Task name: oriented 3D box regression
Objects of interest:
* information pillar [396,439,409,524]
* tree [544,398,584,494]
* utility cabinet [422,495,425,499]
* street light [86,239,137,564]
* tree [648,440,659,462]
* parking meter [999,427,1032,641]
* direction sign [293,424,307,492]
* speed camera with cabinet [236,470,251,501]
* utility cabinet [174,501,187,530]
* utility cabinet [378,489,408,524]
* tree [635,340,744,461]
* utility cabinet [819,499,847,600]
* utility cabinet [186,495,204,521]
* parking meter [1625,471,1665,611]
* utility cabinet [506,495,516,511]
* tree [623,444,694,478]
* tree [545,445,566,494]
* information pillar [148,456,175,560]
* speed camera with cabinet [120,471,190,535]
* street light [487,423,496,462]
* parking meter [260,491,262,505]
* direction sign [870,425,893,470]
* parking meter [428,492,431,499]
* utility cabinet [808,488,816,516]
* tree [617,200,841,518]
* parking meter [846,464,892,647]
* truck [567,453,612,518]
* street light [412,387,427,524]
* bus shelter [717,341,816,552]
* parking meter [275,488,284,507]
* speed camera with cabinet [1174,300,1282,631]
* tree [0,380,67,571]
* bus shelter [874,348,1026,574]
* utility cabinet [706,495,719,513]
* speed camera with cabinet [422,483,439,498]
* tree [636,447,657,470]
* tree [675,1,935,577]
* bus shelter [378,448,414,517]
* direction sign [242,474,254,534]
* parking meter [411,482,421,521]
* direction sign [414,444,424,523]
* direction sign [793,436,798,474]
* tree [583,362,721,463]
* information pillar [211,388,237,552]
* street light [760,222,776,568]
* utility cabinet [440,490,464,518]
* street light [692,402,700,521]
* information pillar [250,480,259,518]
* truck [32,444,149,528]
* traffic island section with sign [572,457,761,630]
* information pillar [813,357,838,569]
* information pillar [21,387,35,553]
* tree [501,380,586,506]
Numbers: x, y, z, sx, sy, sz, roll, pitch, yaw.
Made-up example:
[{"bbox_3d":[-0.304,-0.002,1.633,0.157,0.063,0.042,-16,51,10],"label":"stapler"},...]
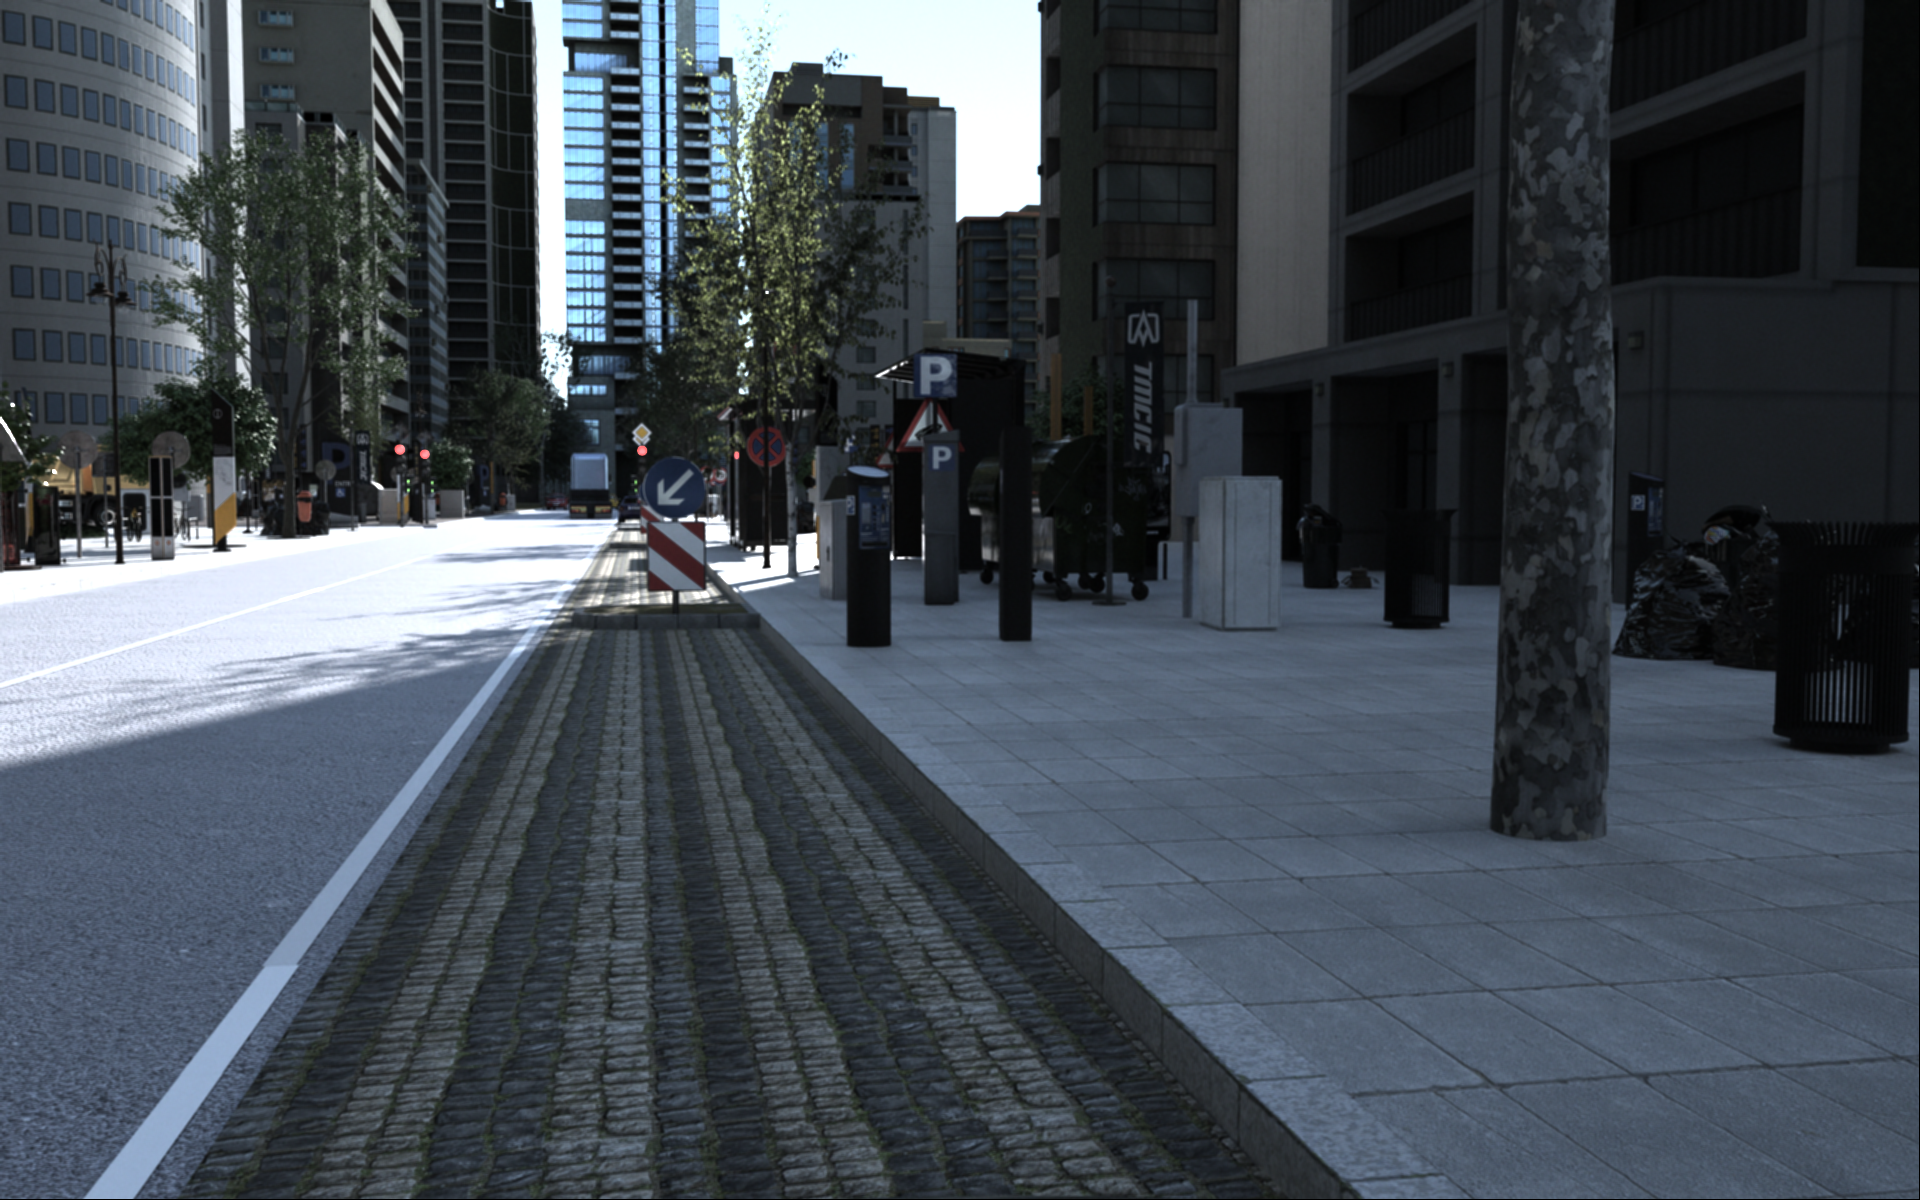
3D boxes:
[{"bbox_3d":[-23.695,-5.030,73.590,0.504,3.616,0.183,-3,5,-39],"label":"information pillar"},{"bbox_3d":[-50.369,-18.853,218.611,12.009,13.543,11.850,0,3,0],"label":"tree"},{"bbox_3d":[-42.714,-7.759,138.015,0.306,1.237,1.020,0,4,-3],"label":"utility cabinet"},{"bbox_3d":[-15.418,-3.598,31.610,0.468,5.910,1.993,-1,4,-11],"label":"street light"},{"bbox_3d":[-20.025,-10.522,122.401,4.360,8.622,3.978,0,3,0],"label":"tree"},{"bbox_3d":[0.488,-0.582,15.230,0.255,1.863,0.399,0,4,-5],"label":"parking meter"},{"bbox_3d":[-21.537,-3.945,56.495,0.876,3.537,0.379,3,5,39],"label":"direction sign"},{"bbox_3d":[-43.071,-6.712,104.071,0.660,3.252,2.038,0,4,-4],"label":"speed camera with cabinet"},{"bbox_3d":[-27.734,-3.206,61.098,0.318,1.500,1.173,0,4,2],"label":"utility cabinet"},{"bbox_3d":[-24.428,-4.036,74.668,1.173,1.500,0.318,-3,5,-43],"label":"utility cabinet"},{"bbox_3d":[-17.913,-11.566,114.860,9.928,11.665,9.643,0,3,0],"label":"tree"},{"bbox_3d":[-1.526,-0.625,21.376,0.306,1.237,1.020,-1,4,-14],"label":"utility cabinet"},{"bbox_3d":[-36.219,-4.313,81.681,1.020,1.237,0.306,1,4,11],"label":"utility cabinet"},{"bbox_3d":[7.507,-0.646,18.975,0.372,1.533,0.369,0,3,0],"label":"parking meter"},{"bbox_3d":[-33.685,-7.215,129.125,1.020,1.237,0.306,-1,4,-22],"label":"utility cabinet"},{"bbox_3d":[-36.650,-18.143,213.641,9.611,12.733,9.660,0,3,0],"label":"tree"},{"bbox_3d":[-47.765,-15.385,201.908,4.360,8.622,3.978,0,3,0],"label":"tree"},{"bbox_3d":[-15.511,-1.783,33.650,0.304,2.012,0.304,1,4,17],"label":"information pillar"},{"bbox_3d":[-25.523,-3.701,54.853,2.038,3.252,0.660,-1,4,-22],"label":"speed camera with cabinet"},{"bbox_3d":[-30.623,-8.598,113.372,0.468,5.910,1.993,-1,4,-11],"label":"street light"},{"bbox_3d":[-44.522,-6.256,110.694,0.372,1.533,0.369,0,3,0],"label":"parking meter"},{"bbox_3d":[-2.530,-3.950,56.574,0.876,3.537,0.379,1,4,23],"label":"direction sign"},{"bbox_3d":[-33.522,-6.163,109.177,0.372,1.533,0.369,0,3,0],"label":"parking meter"},{"bbox_3d":[-4.923,-3.330,63.119,1.173,1.500,0.318,1,4,18],"label":"utility cabinet"},{"bbox_3d":[-7.480,-7.433,55.947,7.601,10.594,8.767,-1,4,-22],"label":"tree"},{"bbox_3d":[-0.771,-0.380,14.631,0.372,1.533,0.369,0,3,0],"label":"parking meter"},{"bbox_3d":[-23.292,-7.293,108.997,2.967,4.110,18.799,-1,4,-12],"label":"truck"},{"bbox_3d":[-23.419,-6.264,75.211,0.468,5.910,1.993,-1,4,-11],"label":"street light"},{"bbox_3d":[-4.809,-3.974,42.607,2.179,5.291,8.768,-1,4,-10],"label":"bus shelter"},{"bbox_3d":[-28.973,-3.996,73.752,0.372,1.533,0.369,0,3,0],"label":"parking meter"},{"bbox_3d":[2.625,-1.391,17.075,0.660,3.252,2.038,0,4,-6],"label":"speed camera with cabinet"},{"bbox_3d":[-16.050,-2.127,29.371,1.663,3.219,1.824,0,3,0],"label":"tree"},{"bbox_3d":[-0.261,-2.430,31.013,1.731,3.624,6.357,-1,4,-11],"label":"bus shelter"},{"bbox_3d":[-15.651,-6.021,109.602,0.306,1.237,1.020,2,4,24],"label":"utility cabinet"},{"bbox_3d":[-43.587,-9.014,141.707,2.038,3.252,0.660,0,4,2],"label":"speed camera with cabinet"},{"bbox_3d":[-29.316,-13.371,168.979,4.737,8.622,4.395,0,3,0],"label":"tree"},{"bbox_3d":[-2.544,-4.649,26.381,4.360,8.622,3.978,0,3,0],"label":"tree"},{"bbox_3d":[-29.111,-6.078,90.652,1.731,3.624,6.357,-1,4,-11],"label":"bus shelter"},{"bbox_3d":[-23.222,-3.939,56.401,0.379,3.537,0.876,-2,4,-29],"label":"direction sign"},{"bbox_3d":[-25.552,-4.626,81.349,0.255,1.863,0.399,3,5,44],"label":"parking meter"},{"bbox_3d":[-24.344,-5.257,77.953,0.379,3.537,0.876,1,4,9],"label":"direction sign"},{"bbox_3d":[-6.775,-4.627,67.651,0.876,3.537,0.379,-1,4,-13],"label":"direction sign"},{"bbox_3d":[-26.048,-14.873,153.546,12.009,13.543,11.850,0,3,0],"label":"tree"},{"bbox_3d":[-16.351,-2.881,38.457,0.504,3.616,0.183,0,4,6],"label":"information pillar"},{"bbox_3d":[-3.335,-3.484,29.752,0.468,5.910,1.993,-1,4,-11],"label":"street light"},{"bbox_3d":[-26.722,-5.043,91.139,1.173,1.500,0.318,0,4,-2],"label":"utility cabinet"},{"bbox_3d":[-10.390,-5.829,68.093,0.468,5.910,1.993,-1,4,-11],"label":"street light"},{"bbox_3d":[-37.083,-5.295,91.068,0.304,2.012,0.304,-3,5,-43],"label":"information pillar"},{"bbox_3d":[-35.019,-4.364,67.274,9.791,3.379,3.469,-1,4,-10],"label":"truck"},{"bbox_3d":[-3.266,-0.642,19.129,1.989,1.847,2.006,-1,4,-11],"label":"traffic island section with sign"},{"bbox_3d":[-2.305,-2.355,29.858,0.183,3.616,0.504,3,4,38],"label":"information pillar"},{"bbox_3d":[-20.347,-2.841,37.807,0.183,3.616,0.504,-3,4,-38],"label":"information pillar"},{"bbox_3d":[-46.479,-17.462,192.154,9.857,13.997,8.962,0,3,0],"label":"tree"}]
